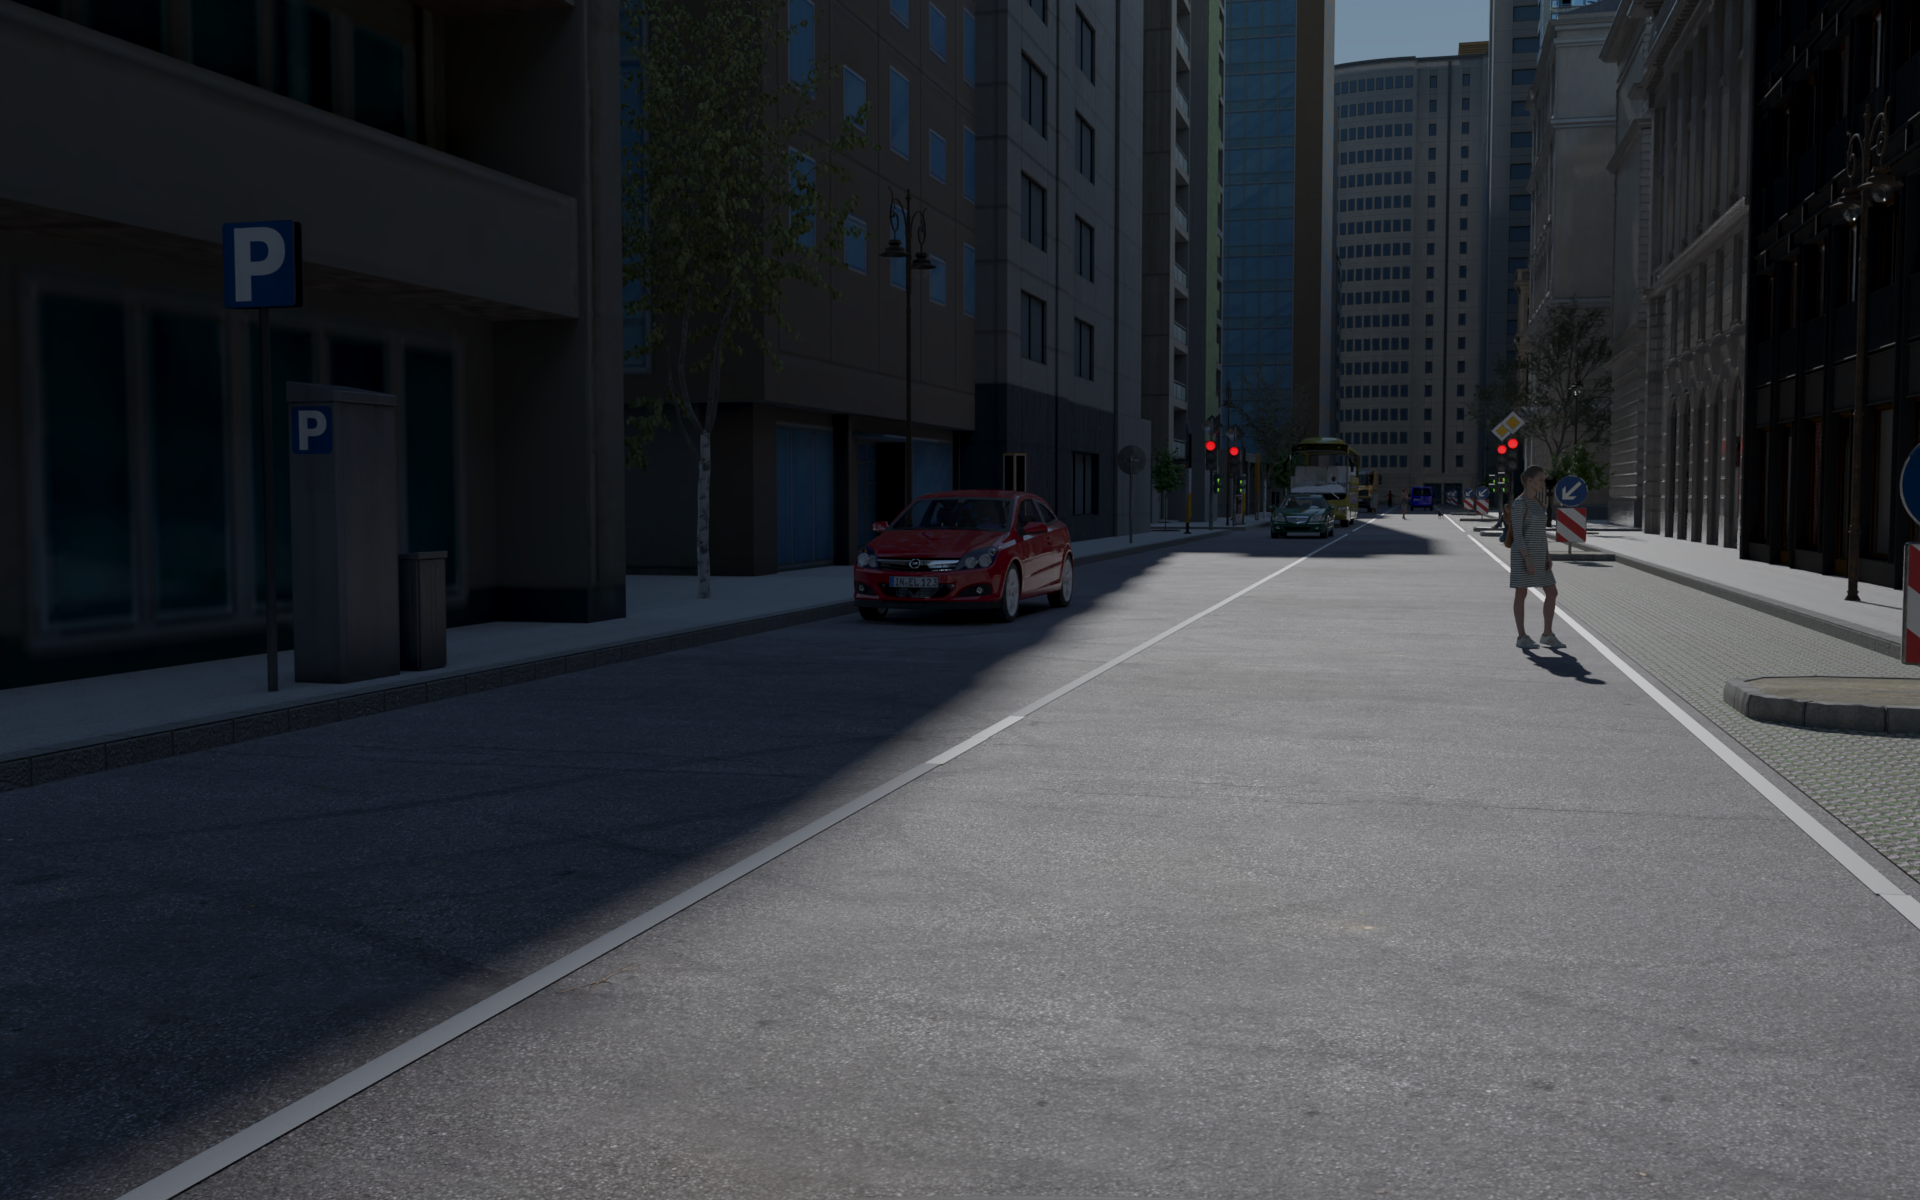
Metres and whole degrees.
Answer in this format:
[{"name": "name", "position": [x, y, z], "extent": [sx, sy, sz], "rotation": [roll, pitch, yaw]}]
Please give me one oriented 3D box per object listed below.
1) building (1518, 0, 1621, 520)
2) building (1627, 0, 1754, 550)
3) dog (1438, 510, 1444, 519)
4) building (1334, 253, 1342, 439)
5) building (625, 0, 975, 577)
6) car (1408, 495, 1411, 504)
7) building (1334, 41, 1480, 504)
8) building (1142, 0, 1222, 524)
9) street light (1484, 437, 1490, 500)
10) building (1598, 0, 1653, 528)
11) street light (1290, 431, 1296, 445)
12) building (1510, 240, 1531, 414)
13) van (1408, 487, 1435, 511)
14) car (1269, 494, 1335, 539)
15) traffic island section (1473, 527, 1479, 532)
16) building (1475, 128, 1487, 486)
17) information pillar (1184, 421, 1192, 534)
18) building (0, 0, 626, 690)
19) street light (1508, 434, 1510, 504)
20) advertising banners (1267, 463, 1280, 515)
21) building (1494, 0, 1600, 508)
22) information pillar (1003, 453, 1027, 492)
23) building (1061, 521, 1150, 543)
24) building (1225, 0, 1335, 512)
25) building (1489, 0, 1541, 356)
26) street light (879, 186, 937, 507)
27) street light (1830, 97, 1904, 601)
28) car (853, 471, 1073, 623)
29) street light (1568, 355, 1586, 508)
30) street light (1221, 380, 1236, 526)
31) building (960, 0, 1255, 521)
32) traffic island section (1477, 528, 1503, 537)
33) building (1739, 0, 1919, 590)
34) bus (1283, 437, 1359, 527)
[{"name": "building", "position": [37.775, -18.803, 93.328], "extent": [13.634, 28.700, 20.117], "rotation": [1, 4, 15]}, {"name": "building", "position": [25.010, -12.326, 43.337], "extent": [13.314, 21.916, 24.055], "rotation": [1, 4, 15]}, {"name": "dog", "position": [27.605, -4.907, 99.519], "extent": [0.540, 0.507, 0.406], "rotation": [3, 5, 42]}, {"name": "building", "position": [38.810, -26.772, 209.429], "extent": [14.107, 30.474, 14.160], "rotation": [1, 4, 15]}, {"name": "building", "position": [-7.812, -23.459, 33.658], "extent": [14.600, 45.320, 14.200], "rotation": [1, 4, 15]}, {"name": "car", "position": [55.586, -12.306, 213.208], "extent": [2.014, 1.417, 4.499], "rotation": [1, 4, 17]}, {"name": "building", "position": [58.631, -42.167, 231.430], "extent": [28.212, 58.520, 21.231], "rotation": [1, 4, 15]}, {"name": "building", "position": [3.913, -24.106, 77.731], "extent": [14.154, 41.232, 14.086], "rotation": [1, 4, 15]}, {"name": "street light", "position": [41.911, -10.095, 137.846], "extent": [0.468, 5.910, 1.993], "rotation": [1, 4, 15]}, {"name": "building", "position": [35.744, -14.583, 67.316], "extent": [19.941, 23.489, 11.050], "rotation": [1, 4, 15]}, {"name": "street light", "position": [20.548, -8.205, 106.946], "extent": [0.468, 5.910, 1.993], "rotation": [1, 4, 15]}, {"name": "building", "position": [45.787, -18.383, 119.646], "extent": [14.460, 24.649, 34.723], "rotation": [1, 4, 15]}, {"name": "van", "position": [39.439, -8.777, 147.893], "extent": [2.240, 2.365, 5.245], "rotation": [1, 4, 15]}, {"name": "car", "position": [11.366, -2.785, 57.333], "extent": [2.131, 1.459, 4.920], "rotation": [1, 4, 16]}, {"name": "traffic island section", "position": [20.773, -2.707, 66.532], "extent": [2.009, 0.180, 2.903], "rotation": [1, 4, 15]}, {"name": "building", "position": [67.995, -33.728, 201.555], "extent": [14.600, 45.320, 14.200], "rotation": [1, 4, 15]}, {"name": "information pillar", "position": [7.351, -3.937, 55.723], "extent": [0.183, 3.616, 0.504], "rotation": [0, 4, -5]}, {"name": "building", "position": [-16.452, -23.572, 9.101], "extent": [21.300, 48.544, 21.600], "rotation": [1, 4, 15]}, {"name": "street light", "position": [32.063, -7.844, 101.041], "extent": [0.468, 5.910, 1.993], "rotation": [1, 4, 15]}, {"name": "advertising banners", "position": [17.687, -6.210, 97.723], "extent": [0.090, 3.025, 2.074], "rotation": [-1, 4, -9]}, {"name": "building", "position": [59.206, -51.180, 149.463], "extent": [22.319, 86.520, 31.000], "rotation": [1, 4, 15]}, {"name": "information pillar", "position": [0.992, -1.646, 31.401], "extent": [0.304, 2.012, 0.304], "rotation": [-3, 5, -43]}, {"name": "building", "position": [-6.169, -37.349, 48.909], "extent": [20.611, 71.187, 20.563], "rotation": [1, 4, 15]}, {"name": "building", "position": [20.185, -29.246, 128.275], "extent": [14.600, 45.320, 14.200], "rotation": [1, 4, 15]}, {"name": "building", "position": [65.395, -38.987, 179.439], "extent": [21.231, 58.520, 28.212], "rotation": [1, 4, 15]}, {"name": "street light", "position": [-0.781, -3.279, 26.398], "extent": [0.468, 5.910, 1.993], "rotation": [1, 4, 15]}, {"name": "street light", "position": [10.756, -2.930, 20.693], "extent": [0.468, 5.910, 1.993], "rotation": [1, 4, 15]}, {"name": "car", "position": [0.119, -0.719, 20.804], "extent": [2.155, 1.783, 4.494], "rotation": [1, 4, 16]}, {"name": "street light", "position": [20.563, -5.202, 57.839], "extent": [0.468, 5.910, 1.993], "rotation": [1, 4, 15]}, {"name": "street light", "position": [10.856, -5.952, 70.099], "extent": [0.468, 5.910, 1.993], "rotation": [1, 4, 15]}, {"name": "building", "position": [7.547, -40.755, 104.596], "extent": [20.563, 71.187, 20.611], "rotation": [1, 4, 15]}, {"name": "traffic island section", "position": [18.723, -2.234, 58.814], "extent": [2.009, 0.180, 2.903], "rotation": [1, 4, 15]}, {"name": "building", "position": [19.271, -11.898, 24.215], "extent": [12.332, 23.373, 15.834], "rotation": [1, 4, 15]}, {"name": "bus", "position": [16.529, -5.306, 78.292], "extent": [2.896, 3.916, 12.252], "rotation": [1, 4, 15]}]
